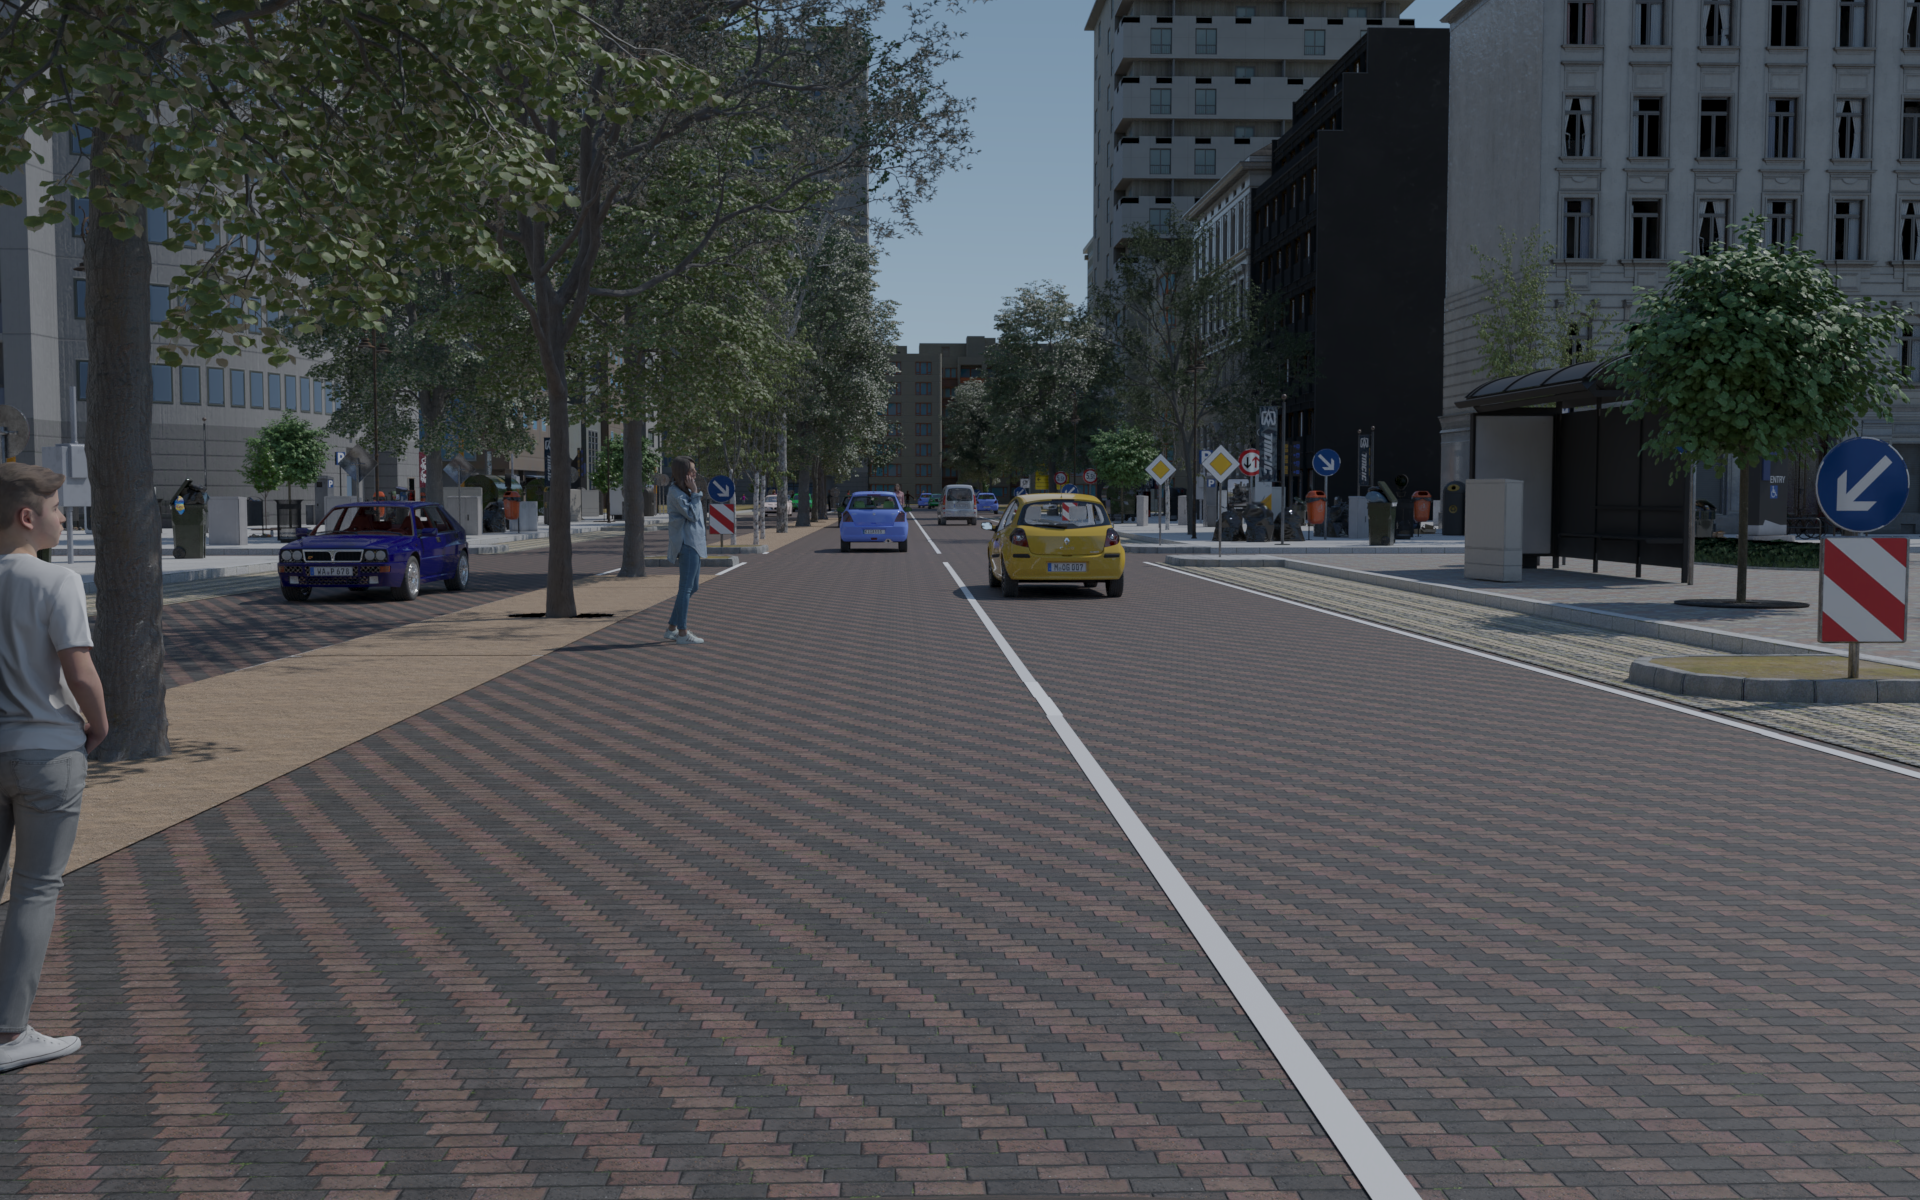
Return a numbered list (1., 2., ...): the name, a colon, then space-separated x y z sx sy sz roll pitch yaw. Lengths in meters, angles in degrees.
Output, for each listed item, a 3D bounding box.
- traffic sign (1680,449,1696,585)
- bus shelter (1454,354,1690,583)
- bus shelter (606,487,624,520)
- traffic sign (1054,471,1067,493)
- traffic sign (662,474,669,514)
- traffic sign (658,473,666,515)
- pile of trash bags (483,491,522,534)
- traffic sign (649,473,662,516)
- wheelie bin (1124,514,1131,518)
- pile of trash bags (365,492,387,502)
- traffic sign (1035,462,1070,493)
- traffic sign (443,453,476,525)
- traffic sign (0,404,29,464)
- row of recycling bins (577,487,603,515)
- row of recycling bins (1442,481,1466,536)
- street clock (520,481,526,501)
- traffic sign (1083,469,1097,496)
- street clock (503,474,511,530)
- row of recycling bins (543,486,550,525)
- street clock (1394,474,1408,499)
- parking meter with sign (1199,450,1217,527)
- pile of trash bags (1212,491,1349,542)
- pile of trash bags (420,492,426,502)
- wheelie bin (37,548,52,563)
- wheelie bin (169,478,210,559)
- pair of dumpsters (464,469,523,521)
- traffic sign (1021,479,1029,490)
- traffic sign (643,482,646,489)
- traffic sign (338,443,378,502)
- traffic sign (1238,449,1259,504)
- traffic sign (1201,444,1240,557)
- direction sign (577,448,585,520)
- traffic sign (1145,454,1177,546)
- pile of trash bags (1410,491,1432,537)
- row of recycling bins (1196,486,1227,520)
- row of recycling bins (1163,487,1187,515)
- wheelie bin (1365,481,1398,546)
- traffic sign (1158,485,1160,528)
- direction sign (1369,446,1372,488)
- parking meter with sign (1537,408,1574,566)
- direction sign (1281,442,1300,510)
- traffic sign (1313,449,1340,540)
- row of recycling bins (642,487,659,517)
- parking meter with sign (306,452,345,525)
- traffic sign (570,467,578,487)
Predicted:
1. traffic sign: 10.282 -1.480 24.303 0.768 2.556 0.104 0 4 1
2. bus shelter: 9.651 -2.041 27.288 2.014 3.302 5.546 0 4 -2
3. bus shelter: -16.938 -5.795 88.672 2.014 3.302 5.546 0 4 -2
4. traffic sign: 5.649 -5.944 97.296 0.768 2.556 0.104 0 4 -1
5. traffic sign: -18.733 -6.684 109.382 0.768 2.556 0.104 0 4 3
6. traffic sign: -18.510 -6.525 106.784 0.768 2.556 0.104 0 4 7
7. pile of trash bags: -15.632 -2.893 57.060 3.447 1.369 1.912 3 4 37
8. traffic sign: -18.008 -6.253 102.339 0.768 2.556 0.104 0 4 3
9. wheelie bin: 8.684 -5.149 92.095 0.693 1.594 0.980 -2 4 -32
10. pile of trash bags: -21.482 -3.344 64.420 1.912 1.369 3.447 -1 4 -15
11. traffic sign: 5.939 -7.190 111.435 2.265 3.308 0.079 0 4 2
12. traffic sign: -12.257 -2.372 42.432 0.795 2.450 0.064 0 4 -2
13. traffic sign: -13.585 -1.498 24.606 0.768 2.556 0.104 0 4 5
14. row of recycling bins: -23.519 -6.026 105.633 3.534 1.692 1.069 0 4 -1
15. row of recycling bins: 16.120 -2.780 52.560 1.069 1.692 3.534 -2 4 -33
16. street clock: -23.930 -5.517 94.771 0.358 2.002 0.471 1 4 11
17. traffic sign: 6.480 -5.256 86.045 0.768 2.556 0.104 0 4 3
18. street clock: -16.128 -3.504 61.859 0.358 2.002 0.471 -1 4 -15
19. row of recycling bins: -16.836 -3.990 72.345 1.069 1.692 3.534 -1 4 -16
20. street clock: 16.149 -3.600 63.423 0.471 2.002 0.358 1 4 20
21. parking meter with sign: 9.766 -4.379 67.851 0.543 3.016 1.738 0 4 -1
22. pile of trash bags: 8.682 -2.302 47.391 3.447 1.369 1.912 -2 4 -32
23. pile of trash bags: -29.994 -5.294 96.313 1.912 1.369 3.447 -1 4 -15
24. wheelie bin: -15.153 -1.239 28.173 0.693 1.594 0.980 2 4 33
25. wheelie bin: -15.341 -1.627 34.516 0.693 1.594 0.980 -1 4 -17
26. pair of dumpsters: -17.507 -3.798 64.593 1.574 2.255 4.437 0 4 -2
27. traffic sign: 4.365 -6.978 116.217 0.606 2.300 0.079 0 4 4
28. traffic sign: -18.226 -6.138 94.225 2.265 3.308 0.079 0 4 0
29. traffic sign: -11.967 -1.884 34.452 0.795 2.450 0.064 0 4 -2
30. traffic sign: 8.190 -2.973 48.708 0.768 2.556 0.104 0 4 6
31. traffic sign: 5.267 -1.921 35.057 0.795 2.450 0.064 0 4 -2
32. direction sign: -18.511 -5.660 84.543 0.379 3.537 0.876 -2 4 -30
33. traffic sign: 4.976 -2.409 43.037 0.795 2.450 0.064 0 4 -2
34. pile of trash bags: 12.379 -2.570 51.779 3.447 1.369 1.912 0 4 -1
35. row of recycling bins: 13.131 -4.923 87.602 1.069 1.692 3.534 3 4 38
36. row of recycling bins: 13.102 -6.015 105.464 1.069 1.692 3.534 1 4 21
37. wheelie bin: 10.483 -2.154 43.129 0.693 1.594 0.980 2 4 26
38. traffic sign: 7.538 -3.935 65.528 0.795 2.450 0.064 0 4 -1
39. direction sign: 19.166 -5.443 80.983 0.379 3.537 0.876 2 4 25
40. parking meter with sign: 10.056 -2.134 31.156 1.738 3.016 0.543 0 4 3
41. direction sign: 14.277 -5.069 74.881 0.876 3.537 0.379 -1 4 -13
42. traffic sign: 10.307 -2.978 48.792 0.768 2.556 0.104 0 4 6
43. row of recycling bins: -20.306 -6.477 113.015 1.069 1.692 3.534 0 4 -3
44. parking meter with sign: -26.374 -4.624 71.858 1.738 3.016 0.543 1 4 19
45. traffic sign: -18.072 -4.904 80.285 0.768 2.556 0.104 0 4 -1
